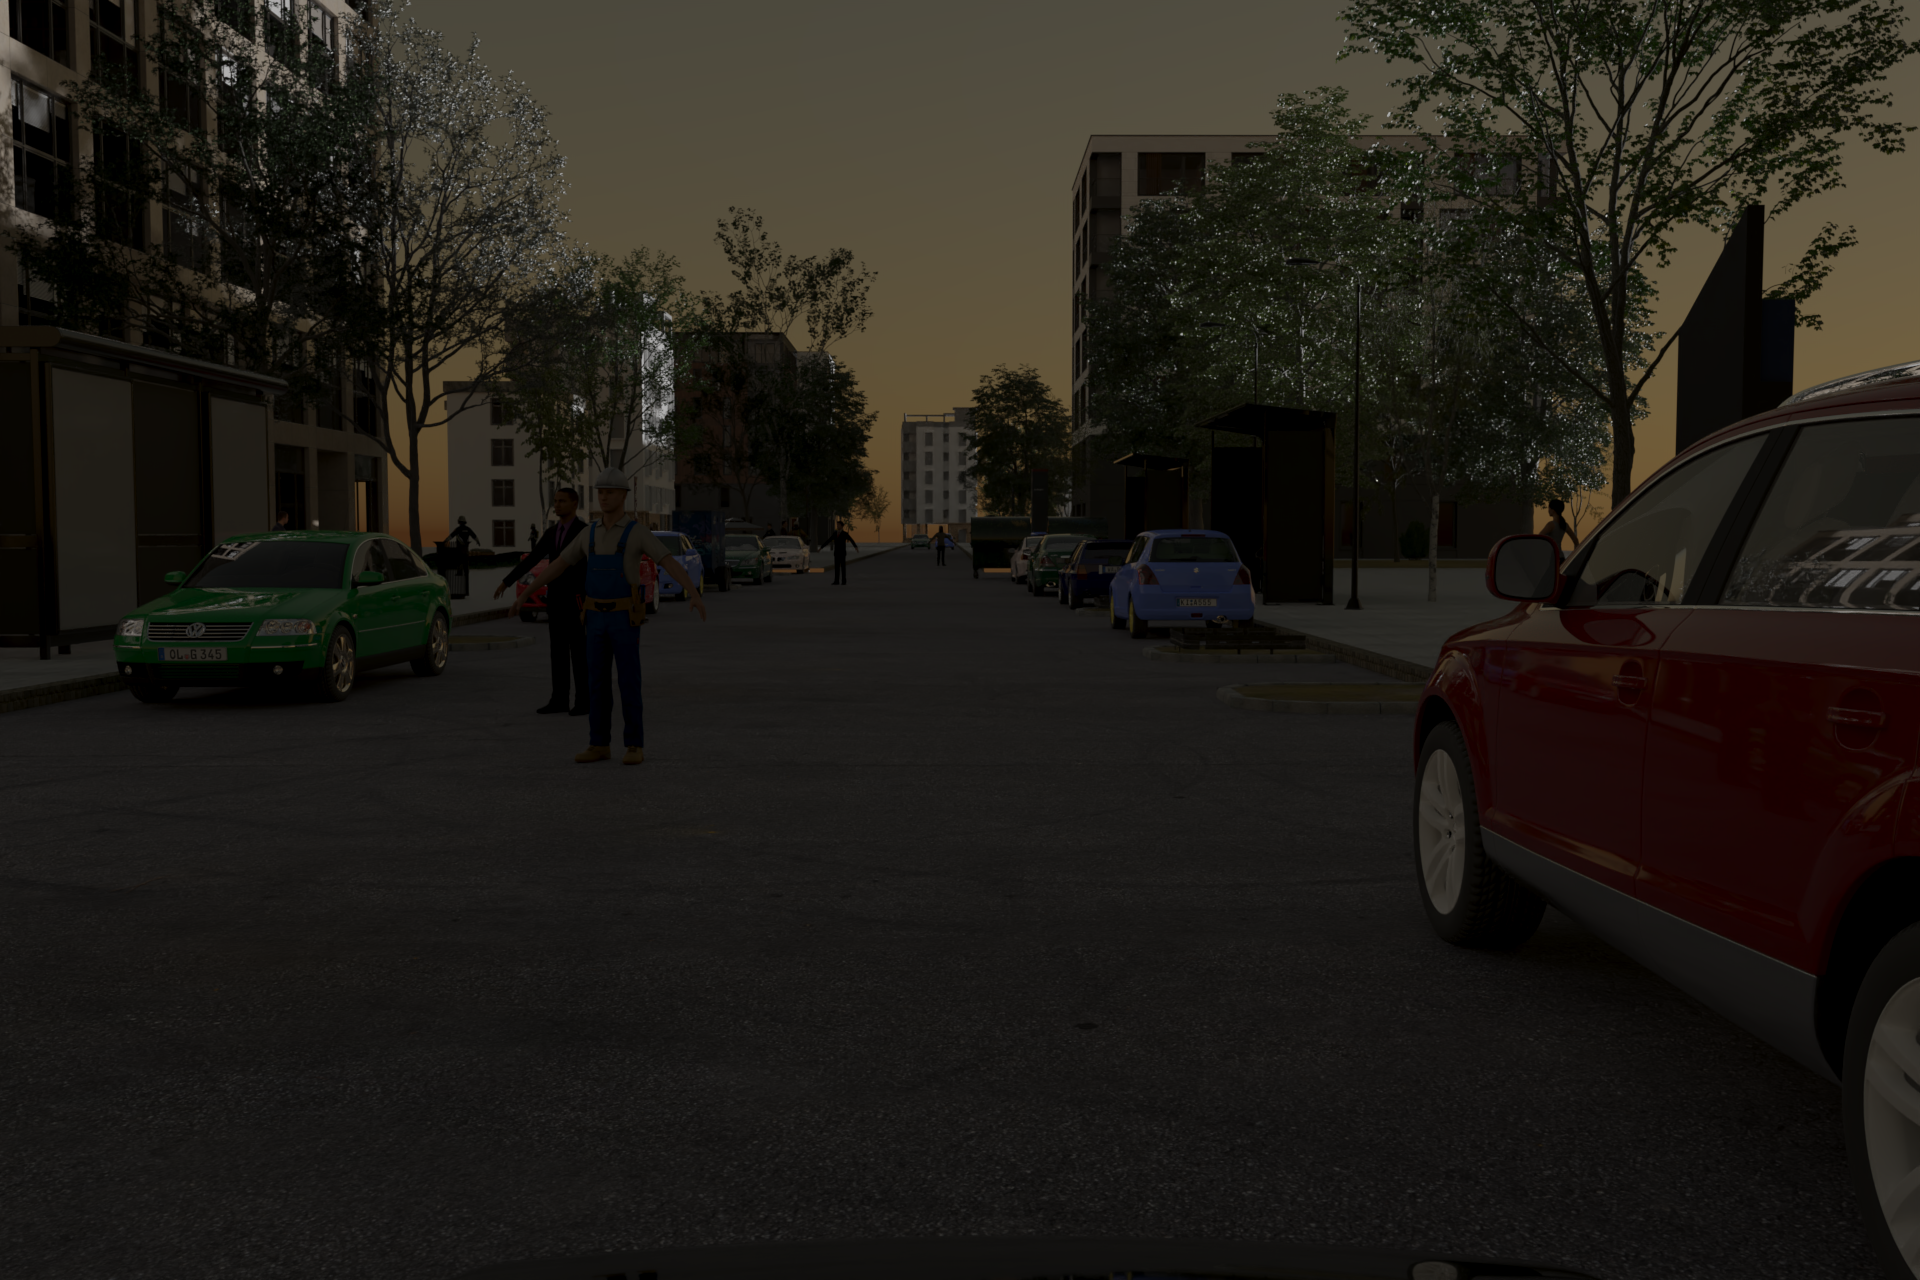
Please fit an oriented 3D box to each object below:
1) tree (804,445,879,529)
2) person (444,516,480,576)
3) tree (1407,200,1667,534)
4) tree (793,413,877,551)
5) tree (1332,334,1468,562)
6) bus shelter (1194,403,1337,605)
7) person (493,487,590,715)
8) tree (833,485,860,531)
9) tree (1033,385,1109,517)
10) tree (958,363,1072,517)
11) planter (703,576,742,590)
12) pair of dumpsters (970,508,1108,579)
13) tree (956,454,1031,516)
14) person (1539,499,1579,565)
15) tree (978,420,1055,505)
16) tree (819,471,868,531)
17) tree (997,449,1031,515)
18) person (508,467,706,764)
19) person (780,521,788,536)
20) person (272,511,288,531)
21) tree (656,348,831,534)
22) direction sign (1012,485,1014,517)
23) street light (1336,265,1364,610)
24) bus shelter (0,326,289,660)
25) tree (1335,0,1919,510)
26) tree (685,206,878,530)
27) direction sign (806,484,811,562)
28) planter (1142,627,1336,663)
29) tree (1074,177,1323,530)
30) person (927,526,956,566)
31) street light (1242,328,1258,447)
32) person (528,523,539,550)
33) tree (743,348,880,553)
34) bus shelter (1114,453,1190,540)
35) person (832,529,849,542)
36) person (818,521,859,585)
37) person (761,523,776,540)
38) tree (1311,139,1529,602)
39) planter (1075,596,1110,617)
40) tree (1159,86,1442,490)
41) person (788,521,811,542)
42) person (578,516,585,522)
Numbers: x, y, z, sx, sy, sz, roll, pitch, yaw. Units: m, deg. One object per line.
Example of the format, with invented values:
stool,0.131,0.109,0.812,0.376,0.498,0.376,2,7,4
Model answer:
tree,-10.674,-13.447,154.267,7.601,10.594,8.767,3,5,42
person,-15.242,-2.883,53.001,0.704,1.845,1.351,3,5,42
tree,21.652,-9.753,66.115,9.857,13.997,8.962,0,3,0
tree,-10.197,-12.224,134.281,8.767,10.594,7.601,3,4,37
tree,19.526,-8.811,78.470,7.601,10.594,8.767,1,4,16
bus shelter,5.923,-2.623,34.163,1.731,3.624,6.357,0,4,-1
person,-3.138,-0.313,13.795,1.346,1.802,0.704,2,4,28
tree,-11.086,-12.979,162.573,4.737,8.622,4.395,0,3,0
tree,5.317,-8.276,85.677,4.360,8.622,3.978,0,3,0
tree,4.743,-13.569,128.511,9.857,13.997,8.962,0,3,0
planter,-6.798,-1.497,45.620,1.991,0.319,1.994,0,4,-1
pair of dumpsters,2.528,-3.099,55.626,4.436,2.255,1.574,0,3,0
tree,4.109,-14.412,170.048,8.767,10.594,7.601,-1,4,-23
person,7.685,-0.966,22.598,1.217,1.737,0.721,-2,4,-31
tree,5.181,-14.057,155.593,9.928,11.665,9.643,0,3,0
tree,-10.097,-11.944,145.654,4.737,8.622,4.395,0,3,0
tree,4.802,-11.714,141.878,4.360,8.622,3.978,0,3,0
person,-2.183,-0.156,10.861,1.347,1.847,0.705,1,4,16
person,-6.927,-3.821,68.615,0.704,1.812,1.346,0,4,-1
person,-12.603,-1.542,32.169,0.530,1.710,0.541,0,4,5
tree,-10.595,-9.298,86.434,8.767,10.594,7.601,-2,4,-26
direction sign,2.483,-5.453,81.151,0.379,3.537,0.876,0,4,-2
street light,7.249,-3.470,29.283,1.470,5.913,1.316,0,4,-1
bus shelter,-10.095,-2.526,18.929,2.179,5.291,8.768,0,4,0
tree,8.812,-5.952,23.064,9.928,11.665,9.643,0,3,0
tree,-11.981,-15.104,102.837,12.611,20.169,13.585,0,3,0
direction sign,-6.933,-5.300,78.647,0.379,3.537,0.876,0,3,0
planter,3.164,0.058,20.199,1.991,0.319,1.994,0,4,-1
tree,8.584,-9.517,62.262,9.857,13.997,8.962,0,3,0
person,-0.843,-4.241,77.922,1.348,1.813,0.705,-1,4,-19
street light,7.026,-4.007,38.050,1.470,5.913,1.316,0,4,0
person,-22.846,-5.314,92.662,0.705,1.856,1.354,0,4,0
tree,-10.178,-13.063,120.242,9.857,13.997,8.962,0,3,0
bus shelter,5.864,-3.794,53.319,1.731,3.624,6.357,0,3,0
person,-5.869,-4.796,84.377,0.705,1.833,1.349,2,4,31
person,-3.398,-2.458,48.834,1.347,1.806,0.705,2,4,28
person,-9.458,-4.892,85.914,0.705,1.837,1.347,-3,5,-42
tree,9.008,-5.025,32.518,4.360,8.622,3.978,0,3,0
planter,3.077,-0.597,30.901,1.991,0.319,1.994,0,4,-1
tree,8.704,-7.725,44.423,7.486,12.596,7.792,0,3,0
person,-7.212,-4.317,76.350,1.354,1.858,0.705,0,4,2
person,-7.201,-1.475,33.043,1.216,1.772,0.721,-3,4,-38
